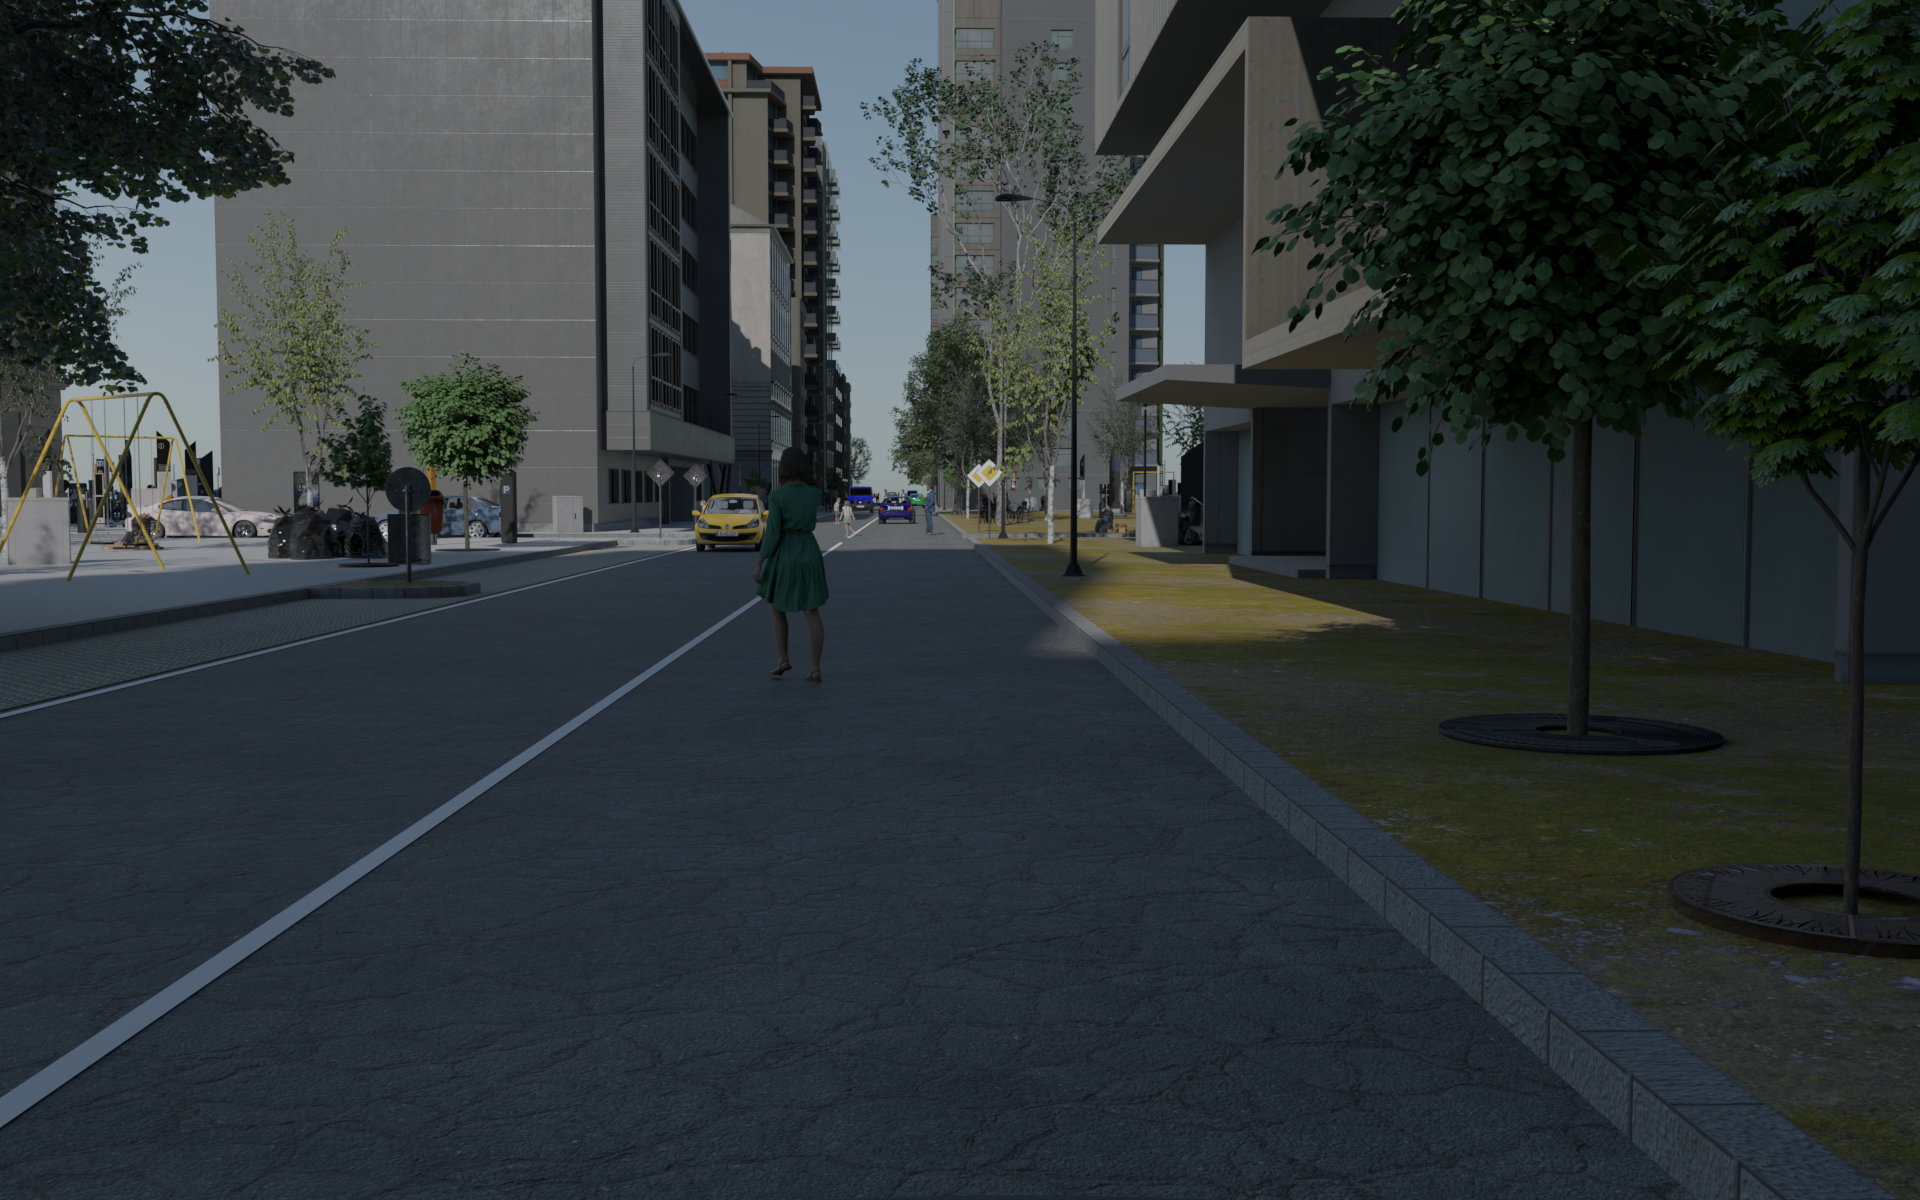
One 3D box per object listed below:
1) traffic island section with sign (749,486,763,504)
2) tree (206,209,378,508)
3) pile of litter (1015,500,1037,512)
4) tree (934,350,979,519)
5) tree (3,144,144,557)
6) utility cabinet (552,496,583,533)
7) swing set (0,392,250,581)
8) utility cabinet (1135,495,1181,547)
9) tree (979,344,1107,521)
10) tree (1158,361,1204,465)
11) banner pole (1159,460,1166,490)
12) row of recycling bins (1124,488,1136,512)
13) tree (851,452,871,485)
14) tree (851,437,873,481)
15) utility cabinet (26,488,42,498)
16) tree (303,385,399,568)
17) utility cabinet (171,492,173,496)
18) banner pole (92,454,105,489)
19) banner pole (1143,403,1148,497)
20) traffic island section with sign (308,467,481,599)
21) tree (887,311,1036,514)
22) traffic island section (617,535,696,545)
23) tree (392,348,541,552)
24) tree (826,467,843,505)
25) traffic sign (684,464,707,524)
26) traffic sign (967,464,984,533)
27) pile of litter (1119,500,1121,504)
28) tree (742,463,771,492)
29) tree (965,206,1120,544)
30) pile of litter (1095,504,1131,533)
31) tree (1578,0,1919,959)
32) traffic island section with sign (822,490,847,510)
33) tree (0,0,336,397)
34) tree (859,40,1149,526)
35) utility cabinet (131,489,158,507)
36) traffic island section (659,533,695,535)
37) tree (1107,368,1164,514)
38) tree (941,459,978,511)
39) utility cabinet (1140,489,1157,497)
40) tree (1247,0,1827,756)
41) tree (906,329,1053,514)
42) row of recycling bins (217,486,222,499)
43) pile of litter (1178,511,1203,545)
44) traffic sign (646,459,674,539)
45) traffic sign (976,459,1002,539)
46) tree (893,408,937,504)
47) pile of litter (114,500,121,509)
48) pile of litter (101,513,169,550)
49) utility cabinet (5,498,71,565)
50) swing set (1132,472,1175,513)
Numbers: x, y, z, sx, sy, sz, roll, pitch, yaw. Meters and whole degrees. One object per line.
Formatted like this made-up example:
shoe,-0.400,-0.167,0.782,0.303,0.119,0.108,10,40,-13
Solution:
traffic island section with sign,-9.425,-4.388,80.371,1.989,1.847,2.006,0,4,-2
tree,-16.921,-5.765,44.613,4.737,8.622,4.395,0,3,0
pile of litter,4.801,-6.819,125.462,1.719,0.858,1.176,0,4,-6
tree,0.534,-8.485,89.085,4.360,8.622,3.978,0,3,0
tree,-19.121,-5.171,34.914,4.360,8.622,3.978,0,3,0
utility cabinet,-12.932,-2.813,57.150,0.306,1.237,1.020,3,5,42
swing set,-13.254,-1.817,27.331,3.119,2.851,2.862,3,5,39
utility cabinet,4.824,-1.912,42.422,1.020,1.237,0.306,-1,4,-17
tree,3.975,-8.132,83.317,4.360,8.622,3.978,0,3,0
tree,13.098,-8.858,95.186,4.737,8.622,4.395,0,3,0
banner pole,15.071,-8.485,128.748,0.401,3.779,0.863,-2,4,-32
row of recycling bins,12.201,-7.226,125.252,1.069,1.692,3.534,0,4,2
tree,-16.799,-20.160,279.978,4.737,8.622,4.395,0,3,0
tree,-18.316,-22.376,291.602,9.928,11.665,9.643,0,3,0
utility cabinet,-33.849,-3.308,62.769,1.173,1.500,0.318,1,4,16
tree,-10.470,-2.210,30.739,1.663,3.219,1.824,0,3,0
utility cabinet,-49.991,-6.107,108.523,1.173,1.500,0.318,-3,4,-36
banner pole,-53.775,-7.219,108.053,0.863,3.779,0.401,-1,4,-9
banner pole,5.082,-3.522,47.597,0.401,3.779,0.863,0,4,6
traffic island section with sign,-7.904,-0.970,24.489,1.989,1.847,2.006,0,4,-2
tree,-0.049,-11.742,108.988,9.611,12.733,9.660,0,3,0
traffic island section,-8.573,-1.664,49.492,2.009,0.180,2.903,0,4,-2
tree,-11.142,-3.399,39.289,4.285,4.588,4.351,0,3,0
tree,-15.573,-13.775,208.926,4.285,4.588,4.351,0,3,0
traffic sign,-8.766,-3.289,57.414,0.795,2.450,0.064,0,4,-2
traffic sign,0.625,-3.303,57.647,0.795,2.450,0.064,0,4,-2
pile of litter,11.868,-7.207,131.807,1.176,0.858,1.719,-2,4,-24
tree,-13.039,-7.026,109.474,1.663,3.219,1.824,0,3,0
tree,2.293,-5.779,44.853,4.737,8.622,4.395,0,3,0
pile of litter,5.183,-2.696,58.047,1.719,0.858,1.176,-3,5,-43
tree,2.679,-0.639,5.048,1.663,3.219,1.824,0,3,0
traffic island section with sign,-11.506,-9.086,157.188,1.989,1.847,2.006,0,4,-2
tree,-10.219,-6.629,15.044,9.857,13.997,8.962,0,3,0
tree,3.069,-13.132,70.599,12.611,20.169,13.585,0,3,0
utility cabinet,-32.410,-3.699,69.155,1.173,1.500,0.318,0,4,-3
traffic island section,-8.789,-2.153,57.475,2.009,0.180,2.903,0,4,-2
tree,9.793,-9.272,101.959,4.360,8.622,3.978,0,3,0
tree,0.121,-9.250,134.949,4.285,4.588,4.351,0,3,0
utility cabinet,8.811,-4.418,80.912,0.318,1.500,1.173,2,4,34
tree,3.230,-1.554,9.121,4.285,4.588,4.351,0,3,0
tree,1.201,-9.963,97.313,8.767,10.594,7.601,0,4,-1
row of recycling bins,-34.281,-4.689,83.775,3.534,1.692,1.069,1,4,8
pile of litter,5.747,-1.824,43.793,1.176,0.858,1.719,-2,4,-29
traffic sign,-8.550,-2.801,49.431,0.795,2.450,0.064,0,4,-2
traffic sign,0.842,-2.815,49.665,0.795,2.450,0.064,0,4,-2
tree,-3.307,-19.012,217.504,9.857,13.997,8.962,0,3,0
pile of litter,-58.416,-6.464,119.656,1.176,0.858,1.719,0,4,-6
pile of litter,-19.143,-1.601,40.144,1.719,0.858,1.176,3,4,37
utility cabinet,-16.829,-1.252,31.624,1.020,1.237,0.306,-2,4,-32
swing set,13.484,-7.591,121.731,3.119,2.851,2.862,0,4,3
